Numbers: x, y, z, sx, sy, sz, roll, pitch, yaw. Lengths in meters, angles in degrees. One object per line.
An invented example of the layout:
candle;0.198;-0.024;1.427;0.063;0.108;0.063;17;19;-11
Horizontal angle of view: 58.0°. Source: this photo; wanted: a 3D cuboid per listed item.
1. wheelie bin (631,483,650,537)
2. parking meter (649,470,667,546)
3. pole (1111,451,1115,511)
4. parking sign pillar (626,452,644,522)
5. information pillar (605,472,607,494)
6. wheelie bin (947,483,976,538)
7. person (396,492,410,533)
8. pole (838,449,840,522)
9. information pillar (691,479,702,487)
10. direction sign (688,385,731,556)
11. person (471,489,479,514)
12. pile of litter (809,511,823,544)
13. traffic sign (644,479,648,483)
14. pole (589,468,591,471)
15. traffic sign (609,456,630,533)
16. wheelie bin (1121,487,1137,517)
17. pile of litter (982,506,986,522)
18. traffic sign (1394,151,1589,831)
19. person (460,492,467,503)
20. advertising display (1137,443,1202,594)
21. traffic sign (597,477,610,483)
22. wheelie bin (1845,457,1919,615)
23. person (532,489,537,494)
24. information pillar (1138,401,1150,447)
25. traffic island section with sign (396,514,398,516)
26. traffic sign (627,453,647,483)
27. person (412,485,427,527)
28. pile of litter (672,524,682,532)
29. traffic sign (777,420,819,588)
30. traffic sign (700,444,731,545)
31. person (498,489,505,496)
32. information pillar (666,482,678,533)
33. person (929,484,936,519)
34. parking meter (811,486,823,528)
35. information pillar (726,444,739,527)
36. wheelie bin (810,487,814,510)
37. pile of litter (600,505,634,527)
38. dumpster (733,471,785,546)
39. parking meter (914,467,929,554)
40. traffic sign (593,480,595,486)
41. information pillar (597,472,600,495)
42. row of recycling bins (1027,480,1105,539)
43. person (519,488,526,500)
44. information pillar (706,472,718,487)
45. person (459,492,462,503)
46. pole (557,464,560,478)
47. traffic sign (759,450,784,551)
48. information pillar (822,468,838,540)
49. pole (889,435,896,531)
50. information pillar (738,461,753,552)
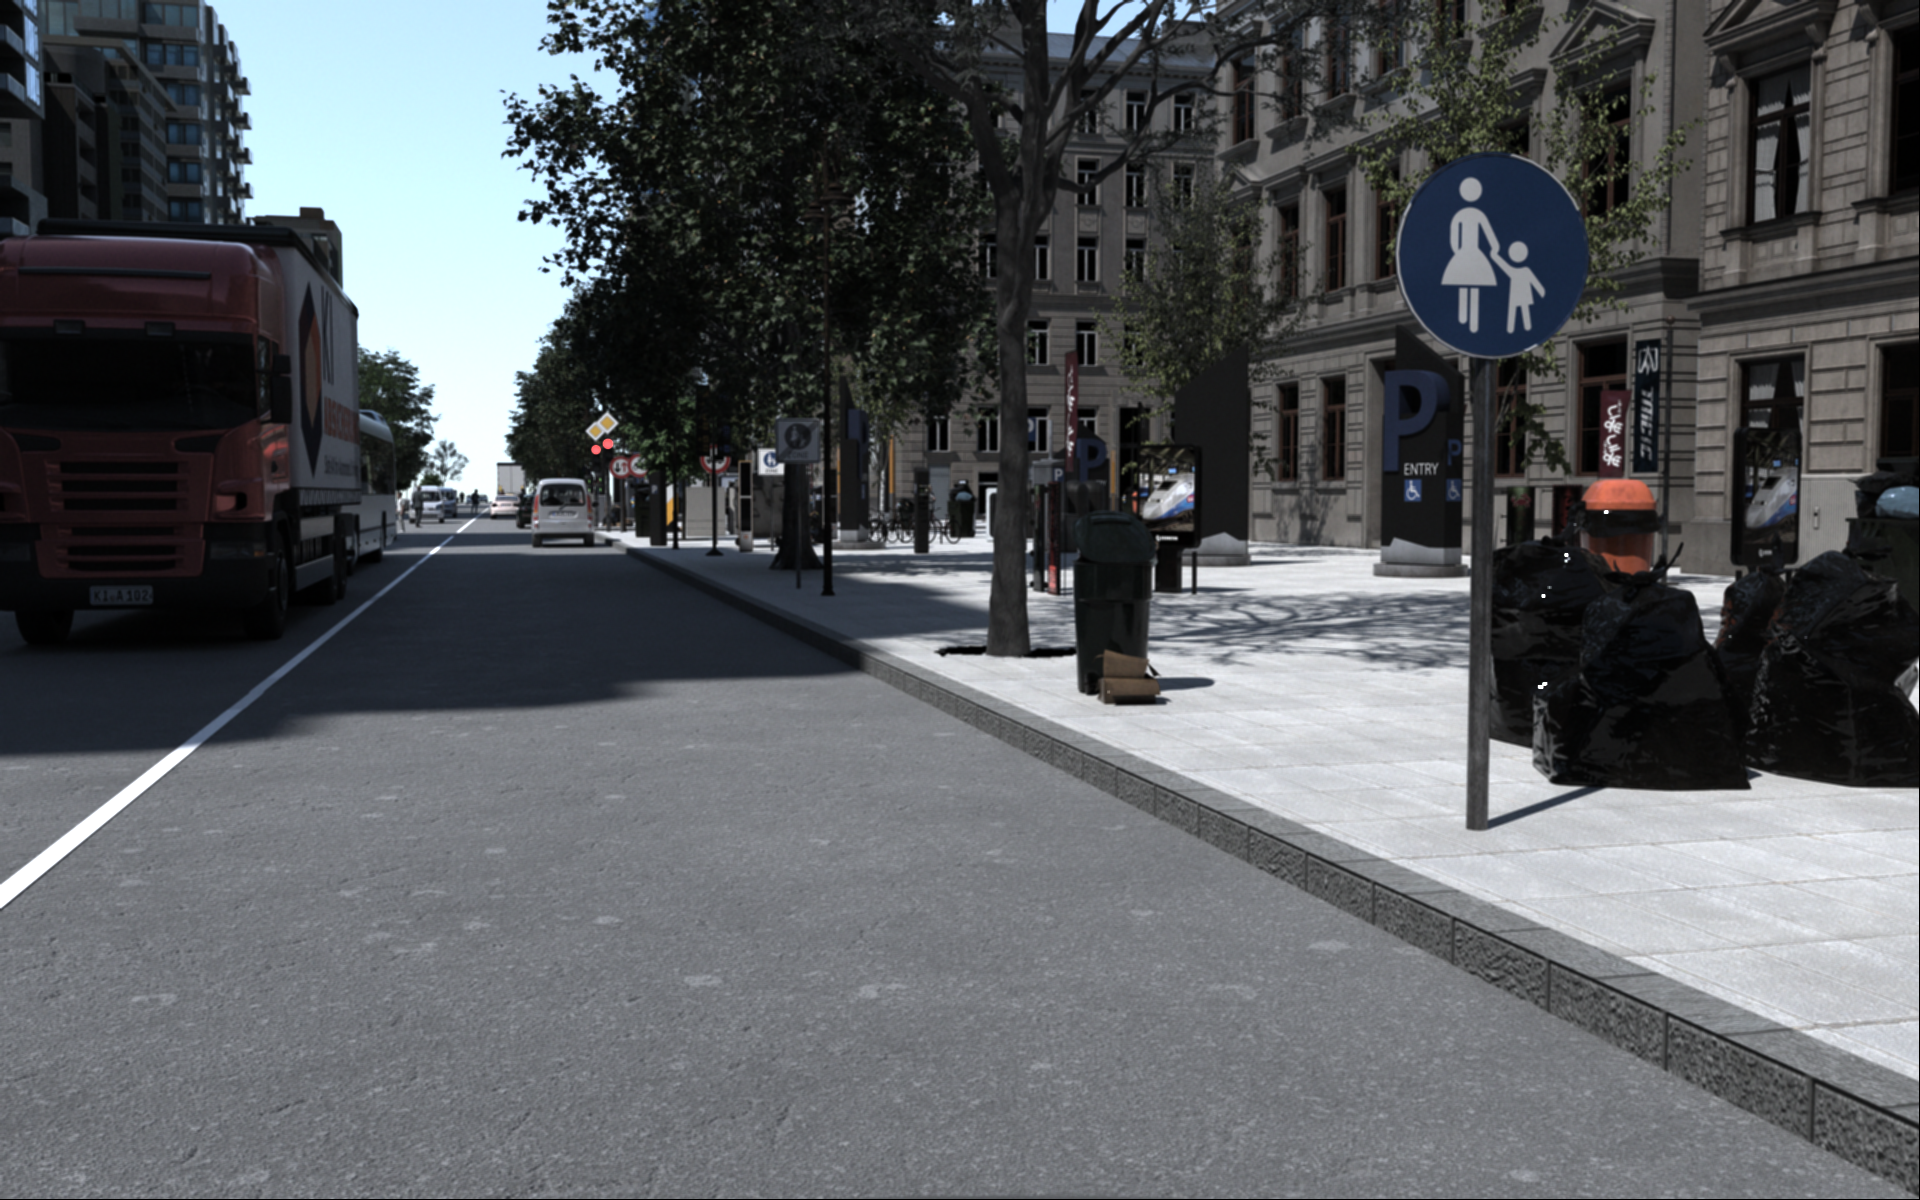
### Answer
wheelie bin;-9.326;-2.670;51.555;0.980;1.594;0.693;0;4;-3
parking meter;-7.450;-2.264;42.719;0.399;1.863;0.255;2;4;35
pole;7.221;-5.375;81.718;0.158;3.312;0.155;0;3;0
parking sign pillar;-14.682;-5.555;79.302;1.447;3.967;1.447;-1;4;-12
information pillar;-15.423;-5.158;75.689;0.183;3.616;0.504;-1;4;-19
wheelie bin;0.041;-2.634;50.970;0.693;1.594;0.980;-3;4;-38
person;-20.738;-3.255;64.322;0.503;1.515;0.523;1;4;20
pole;-5.424;-5.167;78.323;0.158;3.312;0.155;0;3;0
information pillar;-19.479;-8.339;127.702;0.504;3.616;0.183;3;5;43
direction sign;-5.130;-2.696;36.083;0.876;3.537;0.379;-3;5;-45
person;-34.633;-7.026;123.726;0.623;1.781;0.721;0;4;-2
pile of litter;-4.041;-1.866;44.476;1.176;0.858;1.719;2;4;25
traffic sign;-19.753;-6.661;109.008;0.768;2.556;0.104;0;4;-7
pole;-27.641;-8.298;129.511;0.158;3.312;0.155;0;3;0
traffic sign;-11.265;-3.516;57.593;0.768;2.556;0.104;-1;4;-14
wheelie bin;7.814;-4.371;79.378;0.693;1.594;0.980;2;4;29
pile of litter;1.590;-4.034;79.924;1.176;0.858;1.719;0;4;4
traffic sign;1.981;-0.395;6.559;0.768;2.556;0.104;-1;4;-9
person;-81.181;-16.784;282.933;1.348;1.822;0.705;-3;5;-43
advertising display;2.703;-1.053;22.425;0.974;1.923;0.123;3;5;45
traffic sign;-21.245;-6.303;103.165;0.768;2.556;0.104;-1;4;-14
wheelie bin;8.064;-0.425;14.863;0.693;1.594;0.980;0;4;-4
person;-27.604;-6.341;112.448;0.793;1.790;0.793;2;4;31
information pillar;4.654;-3.220;44.002;0.183;3.616;0.504;2;4;35
traffic island section with sign;-37.365;-6.333;112.165;1.989;1.847;2.006;-1;4;-15
traffic sign;-9.965;-3.293;53.952;0.768;2.556;0.104;0;4;-6
person;-23.285;-4.038;74.694;0.661;1.801;0.590;2;4;30
pile of litter;-9.863;-2.748;58.888;1.176;0.858;1.719;-1;4;-20
traffic sign;-2.193;-1.304;23.456;0.606;2.300;0.079;-1;4;-10
traffic sign;-6.179;-2.672;43.789;0.768;2.556;0.104;-1;4;-9
person;-38.631;-8.434;146.362;0.705;1.831;1.348;3;5;43
information pillar;-9.592;-4.045;57.486;0.504;3.616;0.183;2;4;25
person;-1.078;-3.428;64.732;0.526;1.800;0.537;3;5;40
parking meter;-4.195;-2.600;50.920;0.372;1.533;0.369;0;3;0
information pillar;-8.921;-4.684;67.932;0.504;3.616;0.183;-2;4;-33
wheelie bin;-6.431;-4.164;75.996;0.693;1.594;0.980;-1;4;-9
pile of litter;-13.424;-3.332;68.450;1.719;0.858;1.176;-2;4;-23
dumpster;-4.799;-2.229;42.206;1.264;1.857;1.865;-1;4;-15
parking meter;-0.830;-1.934;37.331;0.255;1.863;0.399;-1;4;-14
traffic sign;-29.827;-8.552;139.936;0.768;2.556;0.104;-1;4;-8
information pillar;-24.722;-7.766;118.321;0.504;3.616;0.183;0;4;6
row of recycling bins;3.020;-2.678;50.894;1.069;1.692;3.534;3;5;44
person;-27.669;-6.139;109.145;0.573;1.790;0.520;1;4;17
information pillar;-8.306;-3.280;58.112;0.304;2.012;0.304;-3;4;-38
person;-83.283;-17.170;289.219;1.348;1.826;0.705;3;4;37
pole;-26.460;-7.365;114.253;0.158;3.312;0.155;0;3;0
traffic sign;-4.264;-2.271;39.267;0.606;2.300;0.079;0;4;-5
information pillar;-3.658;-2.711;48.811;0.304;2.012;0.304;3;5;42
pole;-2.334;-4.033;59.790;0.158;3.312;0.155;0;3;0
information pillar;-4.742;-2.072;38.363;0.304;2.012;0.304;0;4;-6
